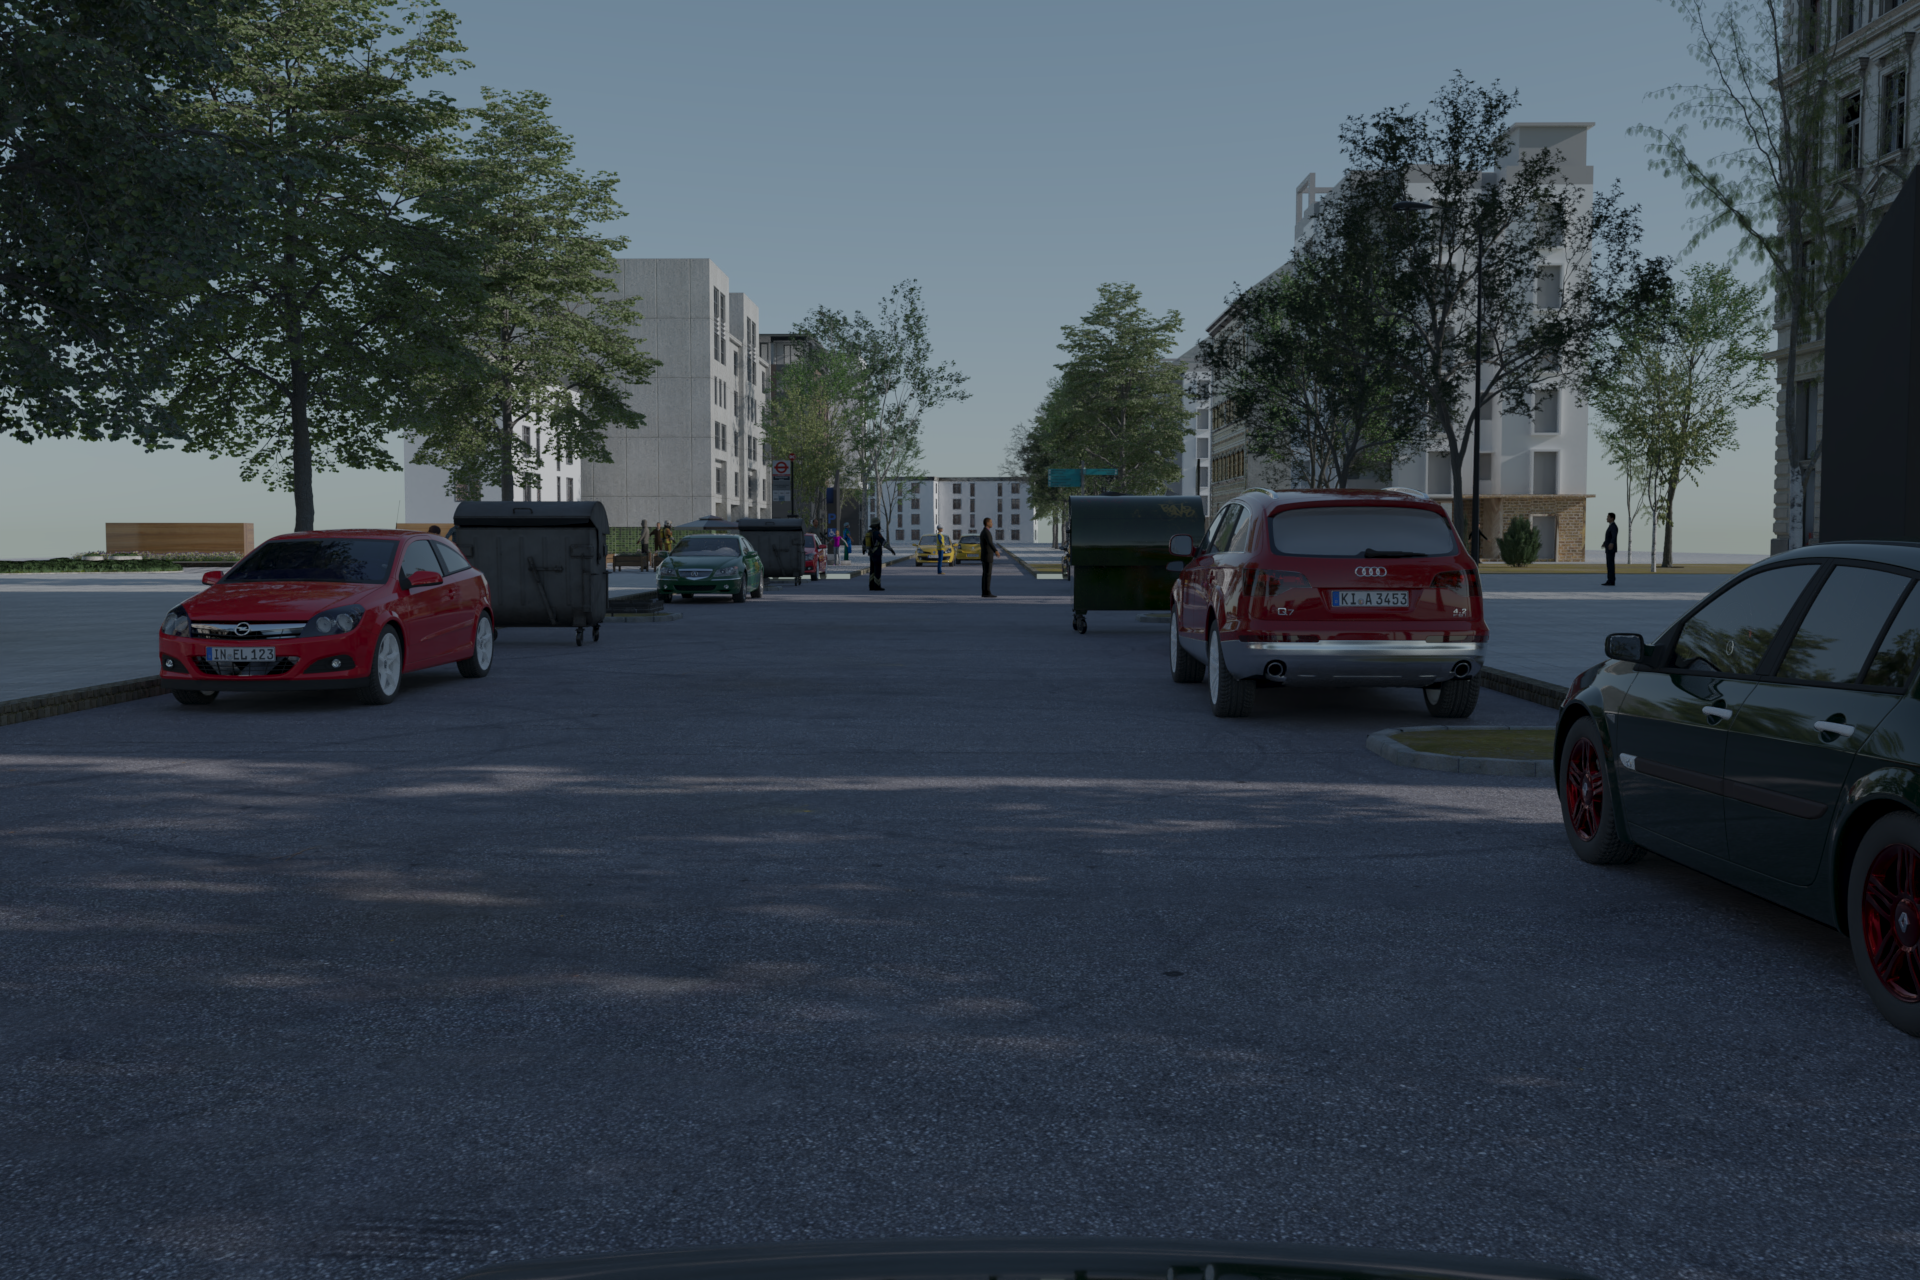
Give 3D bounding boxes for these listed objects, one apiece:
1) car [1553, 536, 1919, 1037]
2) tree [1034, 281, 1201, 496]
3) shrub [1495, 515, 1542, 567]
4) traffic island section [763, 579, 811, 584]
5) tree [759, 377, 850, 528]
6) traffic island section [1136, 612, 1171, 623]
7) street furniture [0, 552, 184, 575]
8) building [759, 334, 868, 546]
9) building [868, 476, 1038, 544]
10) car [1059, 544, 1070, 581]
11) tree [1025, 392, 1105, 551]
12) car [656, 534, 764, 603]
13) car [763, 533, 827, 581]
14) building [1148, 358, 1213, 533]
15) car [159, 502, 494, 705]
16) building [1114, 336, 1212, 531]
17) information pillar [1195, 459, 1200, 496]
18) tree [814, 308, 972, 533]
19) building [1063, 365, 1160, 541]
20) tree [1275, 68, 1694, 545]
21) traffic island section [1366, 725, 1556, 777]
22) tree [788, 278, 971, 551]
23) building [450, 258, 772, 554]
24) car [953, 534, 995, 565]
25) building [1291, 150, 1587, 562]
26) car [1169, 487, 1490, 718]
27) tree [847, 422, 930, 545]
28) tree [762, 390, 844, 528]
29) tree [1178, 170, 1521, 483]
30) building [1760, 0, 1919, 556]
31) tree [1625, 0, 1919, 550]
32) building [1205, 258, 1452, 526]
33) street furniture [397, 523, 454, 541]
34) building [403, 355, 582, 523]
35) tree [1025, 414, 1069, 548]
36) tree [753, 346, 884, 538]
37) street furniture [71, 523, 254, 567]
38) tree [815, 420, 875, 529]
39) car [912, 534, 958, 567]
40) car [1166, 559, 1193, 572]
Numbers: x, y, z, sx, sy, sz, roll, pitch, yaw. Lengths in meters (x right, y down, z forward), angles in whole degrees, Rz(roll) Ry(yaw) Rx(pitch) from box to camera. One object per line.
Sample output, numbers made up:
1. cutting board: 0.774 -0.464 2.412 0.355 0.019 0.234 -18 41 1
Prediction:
1. car: 3.547 0.213 6.305 2.009 1.686 4.222 0 4 1
2. tree: 7.267 -9.821 78.700 7.486 12.596 7.792 0 3 0
3. shrub: 21.584 -3.843 66.875 1.661 2.075 1.752 0 3 0
4. traffic island section: -5.434 -1.726 51.083 1.991 0.108 1.994 0 4 1
5. tree: -7.319 -8.050 81.984 4.737 8.622 4.395 0 3 0
6. traffic island section: 3.941 -0.360 28.747 1.991 0.108 1.994 0 4 0
7. street furniture: -30.976 -2.509 56.647 10.072 0.657 5.734 -3 4 -38
8. building: -25.353 -21.353 193.102 27.936 21.610 32.646 0 4 1
9. building: -2.994 -18.778 251.626 28.070 9.664 9.099 1 4 9
10. car: 4.141 -2.732 54.459 2.009 1.686 4.222 0 3 0
11. tree: 8.390 -13.269 135.081 7.486 12.596 7.792 0 3 0
12. car: -5.380 -1.581 37.644 2.131 1.459 4.920 0 4 1
13. car: -5.212 -2.777 54.449 2.155 1.783 4.494 0 4 1
14. building: 24.843 -19.972 182.966 16.016 20.090 11.380 0 4 1
15. car: -5.658 -0.418 15.881 2.155 1.783 4.494 0 4 1
16. building: 27.740 -22.473 198.358 19.493 23.208 18.063 0 4 0
17. information pillar: 7.406 -3.831 53.998 0.183 3.616 0.504 0 4 1
18. tree: -5.643 -17.655 144.544 12.611 20.169 13.585 0 3 0
19. building: 27.251 -23.322 225.291 27.936 21.610 32.646 0 4 1
20. tree: 10.002 -6.091 34.004 8.767 10.594 7.601 2 4 29
21. traffic island section: 3.707 0.714 11.200 1.991 0.108 1.994 0 4 1
22. tree: -5.778 -16.621 127.649 12.611 20.169 13.585 0 3 0
23. building: -24.179 -15.946 127.175 16.747 18.905 31.486 0 4 1
24. car: 0.646 -4.439 82.805 2.015 1.641 3.980 0 4 1
25. building: 22.910 -14.405 91.934 16.016 20.090 11.380 0 4 0
26. car: 3.022 -0.390 15.054 2.281 1.827 5.304 0 4 1
27. tree: -6.580 -14.244 158.637 9.928 11.665 9.643 0 3 0
28. tree: -7.697 -8.418 87.994 4.737 8.622 4.395 0 3 0
29. tree: 9.958 -6.787 45.386 8.767 10.594 7.601 0 4 -4
30. building: 30.245 -13.280 44.841 11.050 23.595 19.941 0 4 1
31. tree: 9.310 -4.235 19.611 4.360 8.622 3.978 0 3 0
32. building: 27.655 -17.609 118.836 19.493 23.208 18.063 0 4 1
33. street furniture: -20.026 -4.023 72.626 11.010 1.723 9.812 -1 4 -15
34. building: -25.270 -9.371 95.365 9.099 9.664 28.070 0 4 1
35. tree: 8.901 -14.696 158.410 7.486 12.596 7.792 0 3 0
36. tree: -7.775 -10.389 95.619 9.928 11.665 9.643 0 3 0
37. street furniture: -32.361 -3.782 68.691 9.812 1.723 11.010 -1 4 -11
38. tree: -7.774 -9.643 108.021 4.360 8.622 3.978 0 3 0
39. car: -1.093 -4.094 77.165 2.015 1.641 3.980 0 4 1
40. car: 3.585 -0.708 20.613 2.155 1.783 4.494 0 4 1
